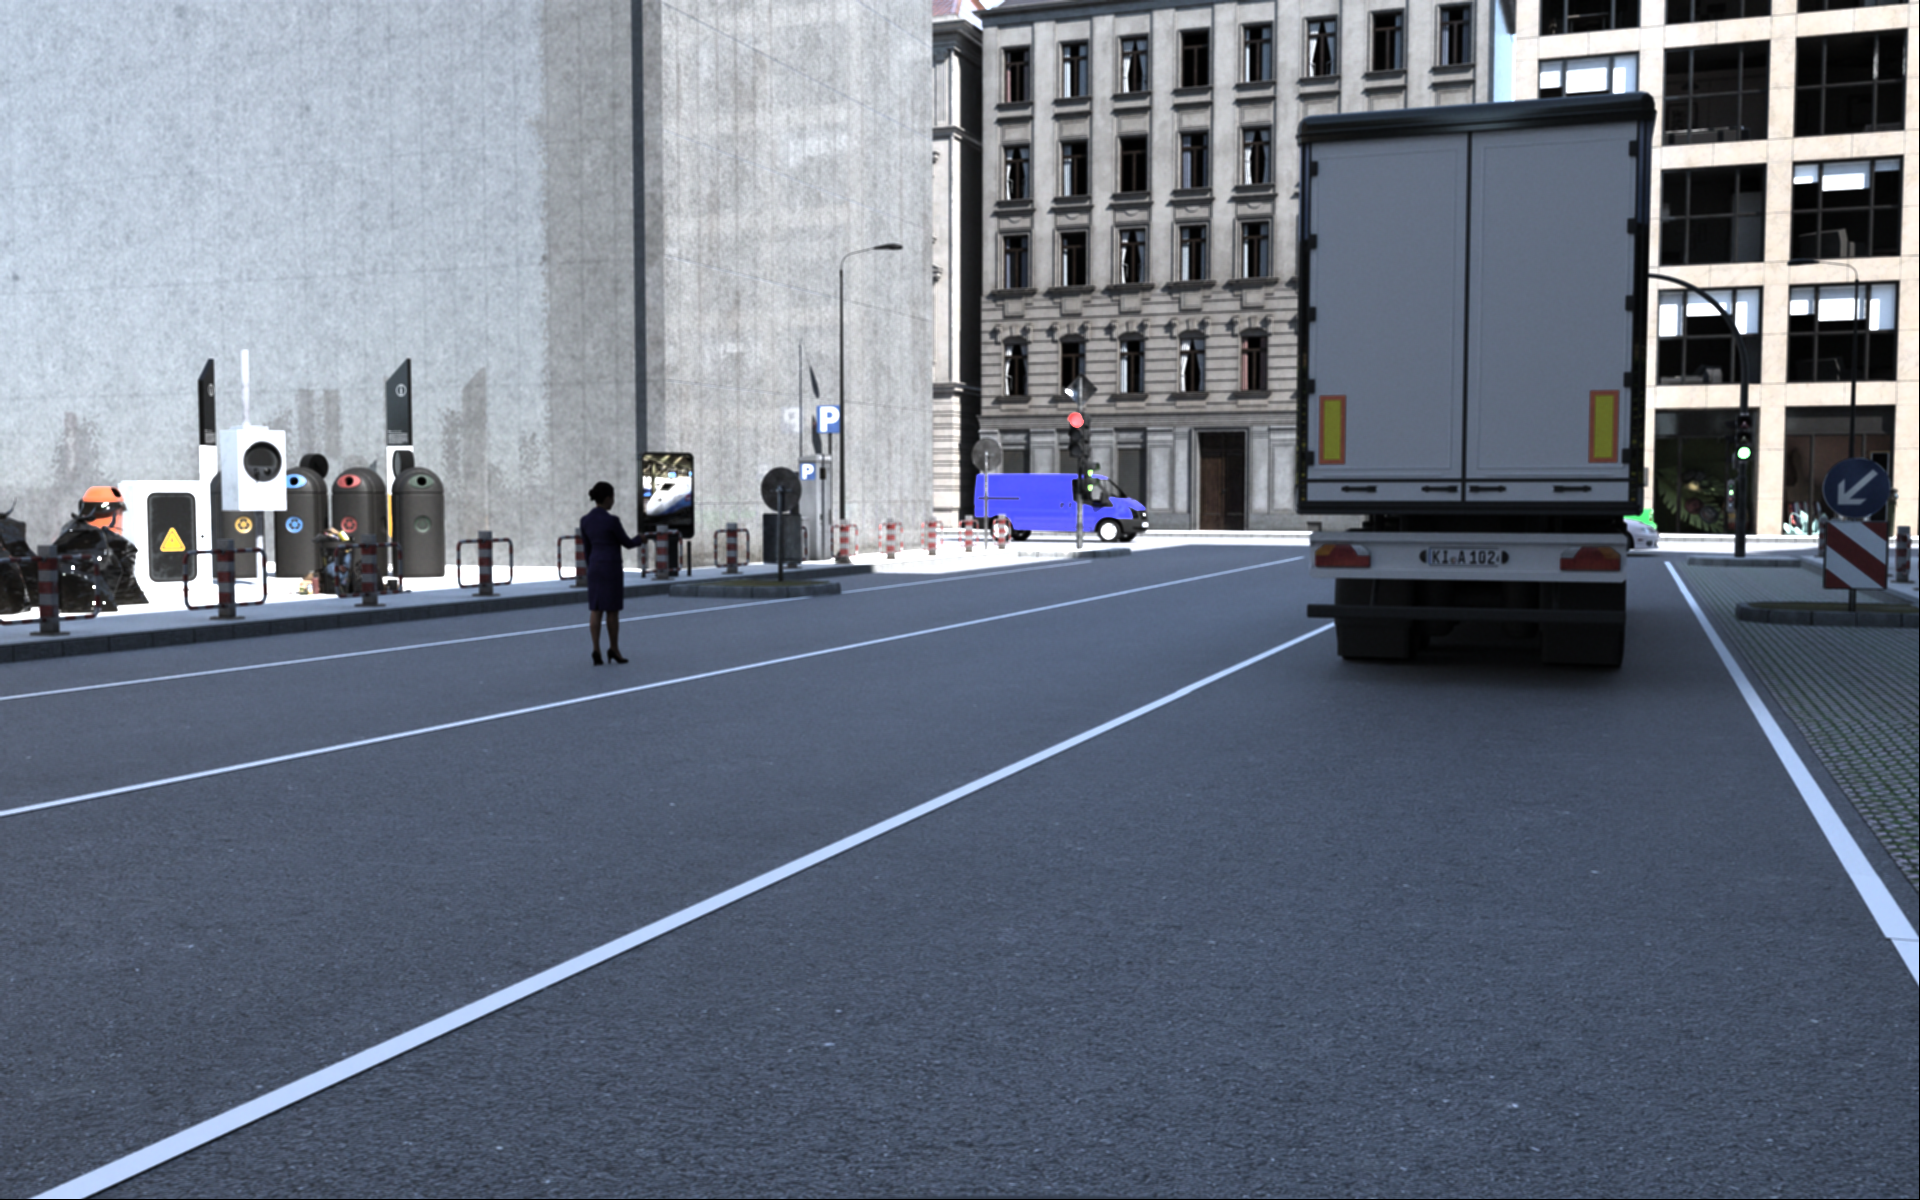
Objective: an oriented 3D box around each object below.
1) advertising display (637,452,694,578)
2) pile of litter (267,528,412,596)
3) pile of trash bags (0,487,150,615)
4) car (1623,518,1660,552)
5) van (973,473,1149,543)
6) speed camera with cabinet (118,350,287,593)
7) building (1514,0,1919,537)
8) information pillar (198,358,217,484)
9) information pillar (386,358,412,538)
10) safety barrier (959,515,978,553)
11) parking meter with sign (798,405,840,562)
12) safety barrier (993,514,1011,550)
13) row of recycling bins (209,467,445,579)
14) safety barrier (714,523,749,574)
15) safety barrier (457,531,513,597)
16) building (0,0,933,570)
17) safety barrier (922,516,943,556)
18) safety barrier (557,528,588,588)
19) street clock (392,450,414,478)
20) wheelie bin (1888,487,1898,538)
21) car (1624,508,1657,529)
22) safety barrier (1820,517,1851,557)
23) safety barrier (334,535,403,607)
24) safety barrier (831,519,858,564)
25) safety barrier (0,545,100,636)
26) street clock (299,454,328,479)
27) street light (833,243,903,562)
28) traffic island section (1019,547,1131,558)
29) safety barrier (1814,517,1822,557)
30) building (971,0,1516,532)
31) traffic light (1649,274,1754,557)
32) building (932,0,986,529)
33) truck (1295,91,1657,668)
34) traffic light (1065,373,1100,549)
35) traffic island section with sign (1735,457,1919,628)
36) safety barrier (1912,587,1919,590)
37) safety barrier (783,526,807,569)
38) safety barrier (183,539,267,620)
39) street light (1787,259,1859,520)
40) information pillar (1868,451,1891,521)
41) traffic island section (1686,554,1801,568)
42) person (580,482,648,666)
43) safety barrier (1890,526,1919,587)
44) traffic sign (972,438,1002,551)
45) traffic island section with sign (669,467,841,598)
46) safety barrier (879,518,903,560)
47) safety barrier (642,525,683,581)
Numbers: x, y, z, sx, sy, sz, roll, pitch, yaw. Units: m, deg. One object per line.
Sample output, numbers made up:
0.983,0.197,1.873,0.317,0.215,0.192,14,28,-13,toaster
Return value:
-4.546,-1.320,26.802,0.974,1.923,0.123,-3,5,-44,advertising display
-8.031,-0.516,22.396,1.719,0.858,1.176,0,4,8,pile of litter
-10.314,-0.622,19.925,1.912,1.369,3.447,-1,4,-10,pile of trash bags
14.029,-1.759,41.128,4.827,1.381,2.083,1,4,20,car
3.074,-2.930,52.285,5.245,2.365,2.240,1,4,22,van
-10.148,-1.768,23.242,0.660,3.252,2.038,3,5,42,speed camera with cabinet
36.997,-15.516,58.204,34.151,26.468,19.350,1,4,21,building
-12.893,-2.347,29.724,0.183,3.616,0.504,0,4,-1,information pillar
-9.678,-2.362,29.971,0.504,3.616,0.183,1,4,21,information pillar
0.195,-1.442,37.851,0.300,0.817,1.120,1,4,21,safety barrier
-2.820,-2.267,33.321,0.543,3.016,1.738,1,4,19,parking meter with sign
0.964,-1.565,39.857,0.300,0.817,1.120,1,4,21,safety barrier
-9.731,-1.195,26.657,3.534,1.692,1.069,0,4,-5,row of recycling bins
-3.658,-0.827,27.797,0.300,0.817,1.120,1,4,21,safety barrier
-5.966,-0.459,21.780,0.300,0.817,1.120,1,4,21,safety barrier
-12.057,-13.426,37.544,19.932,24.808,12.078,1,4,21,building
-0.572,-1.319,35.846,0.300,0.817,1.120,1,4,21,safety barrier
-5.195,-0.582,23.788,0.300,0.817,1.120,1,4,21,safety barrier
-9.125,-1.459,28.429,0.358,2.002,0.471,-2,4,-35,street clock
27.382,-2.653,51.283,0.693,1.594,0.980,2,4,28,wheelie bin
17.172,-2.456,48.946,4.718,1.807,1.959,1,4,21,car
16.728,-1.151,33.095,0.300,0.817,1.120,1,4,21,safety barrier
-6.740,-0.336,19.764,0.300,0.817,1.120,1,4,21,safety barrier
-2.120,-1.073,31.816,0.300,0.817,1.120,1,4,21,safety barrier
-8.282,-0.089,15.738,0.300,0.817,1.120,1,4,21,safety barrier
-11.666,-1.636,31.321,0.358,2.002,0.471,2,4,26,street clock
-1.717,-3.658,32.348,1.470,5.913,1.316,1,4,21,street light
2.759,-1.098,40.235,2.009,0.180,2.903,1,4,21,traffic island section
17.495,-1.274,35.101,0.300,0.817,1.120,1,4,21,safety barrier
10.667,-13.118,63.633,18.267,20.994,9.793,1,4,21,building
13.851,-3.735,35.730,4.771,5.953,1.251,1,4,21,traffic light
-7.623,-14.359,70.921,21.152,22.565,11.583,1,4,21,building
5.550,-1.764,17.753,2.839,4.237,11.283,1,4,20,truck
2.792,-3.129,40.087,0.839,4.253,0.868,1,4,21,traffic light
9.869,-0.665,19.507,1.989,1.847,2.006,1,4,21,traffic island section with sign
12.875,-0.537,23.056,0.300,0.817,1.120,1,4,21,safety barrier
-2.888,-0.950,29.808,0.300,0.817,1.120,1,4,21,safety barrier
-7.517,-0.212,17.746,0.300,0.817,1.120,1,4,21,safety barrier
17.025,-3.771,34.197,1.470,5.913,1.316,1,4,21,street light
15.793,-1.546,29.774,0.304,2.012,0.304,2,4,30,information pillar
15.870,-0.791,35.219,2.009,0.180,2.903,1,4,21,traffic island section
-2.943,-0.231,14.648,0.453,1.535,0.546,1,4,9,person
13.644,-0.660,25.060,0.300,0.817,1.120,1,4,21,safety barrier
0.588,-2.388,39.147,0.768,2.556,0.104,2,4,27,traffic sign
-2.803,-0.988,24.785,1.989,1.847,2.006,1,4,21,traffic island section with sign
-1.347,-1.195,33.819,0.300,0.817,1.120,1,4,21,safety barrier
-4.427,-0.704,25.793,0.300,0.817,1.120,1,4,21,safety barrier
